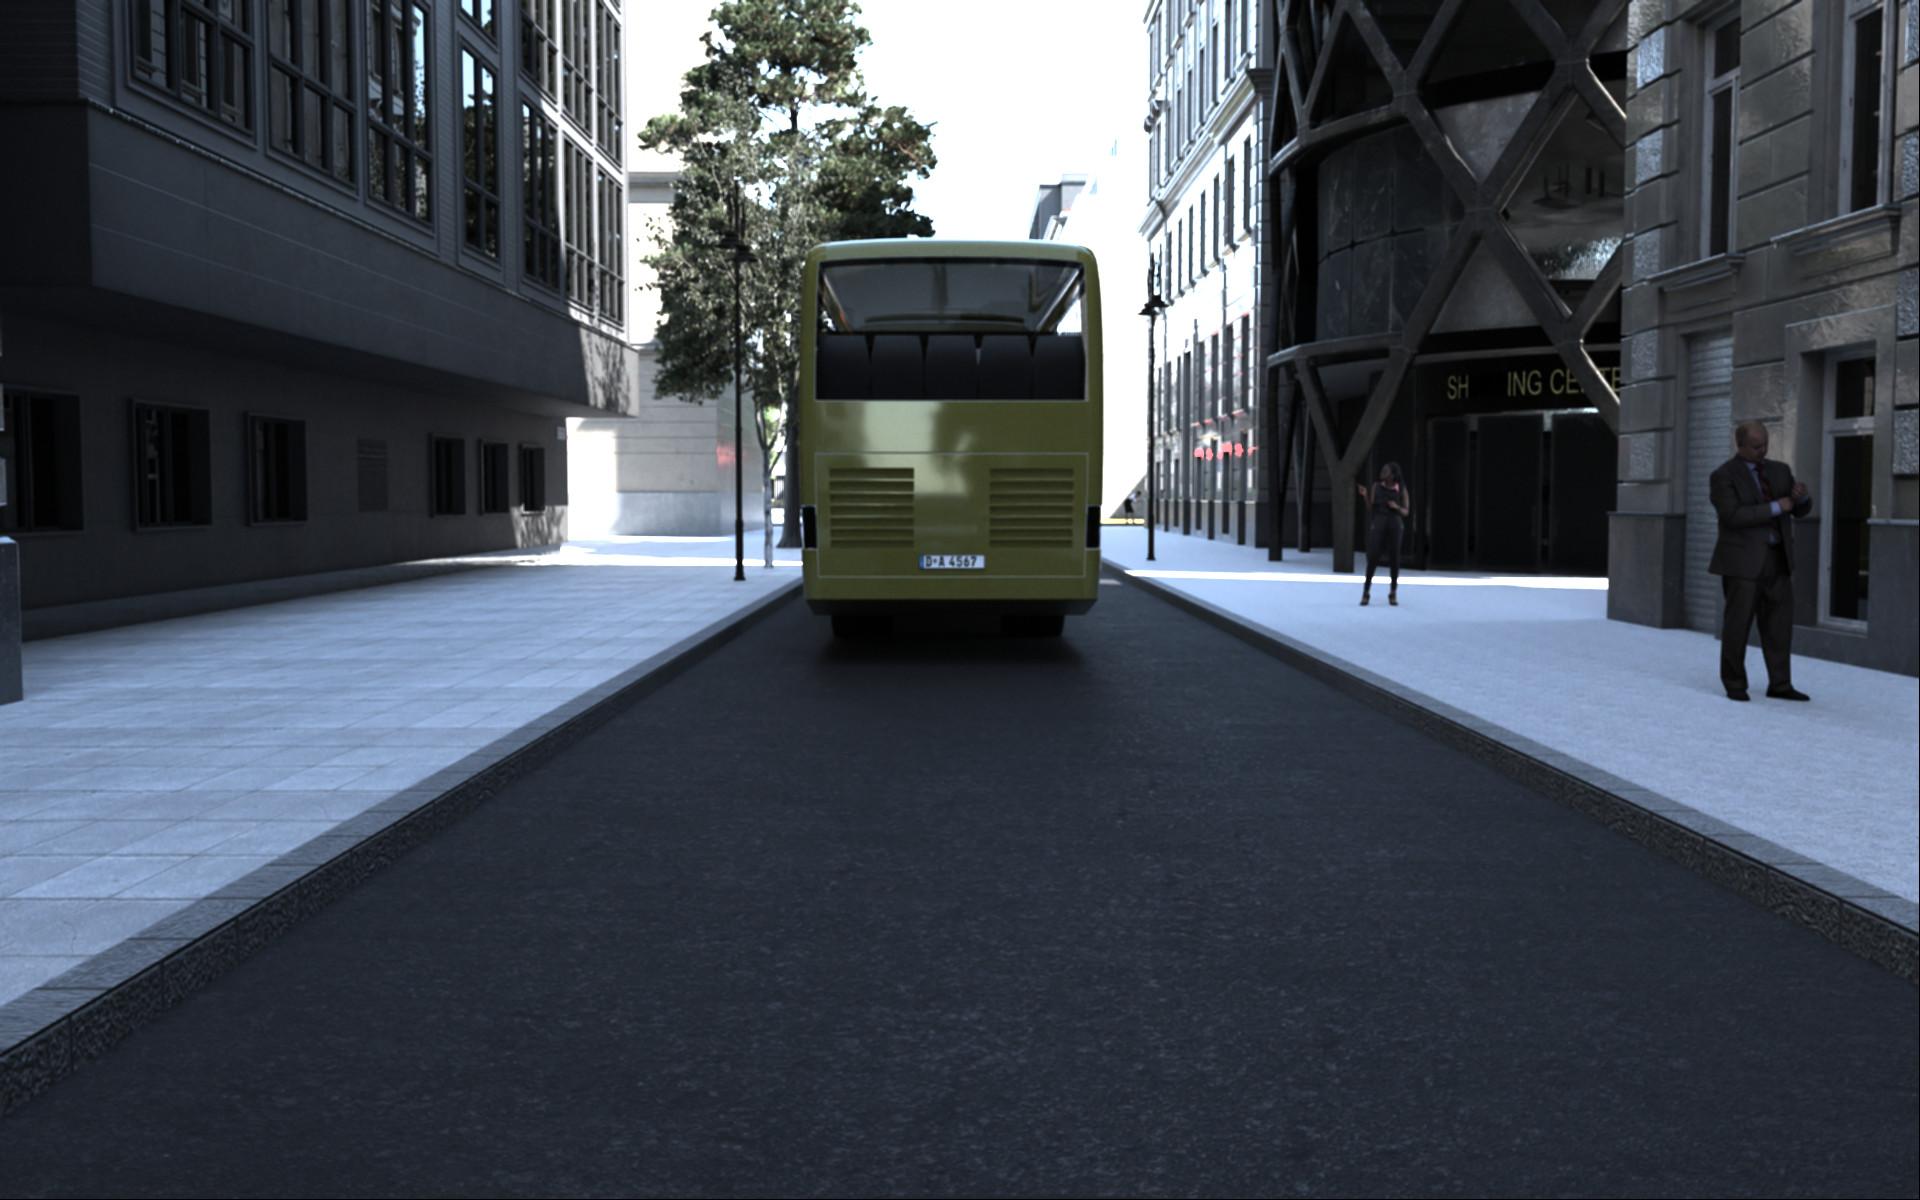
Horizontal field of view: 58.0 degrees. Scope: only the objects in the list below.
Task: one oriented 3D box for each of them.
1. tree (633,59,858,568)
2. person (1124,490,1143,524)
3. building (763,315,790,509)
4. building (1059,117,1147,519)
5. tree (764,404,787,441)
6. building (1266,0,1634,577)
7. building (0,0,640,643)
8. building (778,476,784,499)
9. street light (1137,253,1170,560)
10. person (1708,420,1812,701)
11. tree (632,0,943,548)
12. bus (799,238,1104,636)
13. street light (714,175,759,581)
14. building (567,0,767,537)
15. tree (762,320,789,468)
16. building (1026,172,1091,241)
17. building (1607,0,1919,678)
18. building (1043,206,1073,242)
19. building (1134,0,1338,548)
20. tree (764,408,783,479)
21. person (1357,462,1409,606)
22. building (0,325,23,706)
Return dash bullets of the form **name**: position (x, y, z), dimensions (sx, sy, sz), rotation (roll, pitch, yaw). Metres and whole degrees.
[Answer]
- **tree**: position (-3.363, -4.844, 29.558), dimensions (4.360, 8.622, 3.978), rotation (0, 3, 0)
- **person**: position (7.495, -4.015, 74.881), dimensions (0.799, 1.438, 0.628), rotation (0, 4, 0)
- **building**: position (-13.465, -18.340, 156.283), dimensions (16.016, 20.091, 11.380), rotation (0, 4, 0)
- **building**: position (11.168, -14.791, 96.581), dimensions (10.420, 20.320, 16.860), rotation (0, 4, 0)
- **tree**: position (-14.390, -11.828, 119.138), dimensions (9.928, 11.665, 9.643), rotation (0, 3, 0)
- **building**: position (14.019, -10.046, 31.709), dimensions (16.820, 18.784, 16.811), rotation (0, 4, 0)
- **building**: position (-13.441, -14.019, 22.723), dimensions (14.314, 27.812, 24.014), rotation (0, 4, 0)
- **building**: position (-14.524, -19.037, 177.709), dimensions (16.747, 18.905, 31.486), rotation (0, 4, 0)
- **street light**: position (3.709, -3.710, 33.447), dimensions (0.468, 5.910, 1.993), rotation (0, 4, 0)
- **person**: position (4.991, -0.246, 10.747), dimensions (0.565, 1.739, 0.600), rotation (-3, 4, -36)
- **tree**: position (-3.744, -8.179, 41.146), dimensions (7.806, 13.903, 7.818), rotation (0, 3, 0)
- **bus**: position (-0.172, -1.760, 20.328), dimensions (2.896, 3.916, 12.252), rotation (0, 4, -1)
- **street light**: position (-3.274, -3.228, 25.567), dimensions (0.468, 5.910, 1.993), rotation (0, 4, 0)
- **building**: position (-18.320, -16.527, 57.601), dimensions (23.554, 28.519, 14.401), rotation (0, 4, 0)
- **tree**: position (-11.049, -9.655, 79.918), dimensions (6.751, 12.117, 7.091), rotation (0, 3, 0)
- **building**: position (12.856, -21.096, 138.434), dimensions (14.314, 27.812, 24.014), rotation (0, 4, 0)
- **building**: position (12.332, -12.700, 4.907), dimensions (12.463, 27.353, 25.104), rotation (0, 4, 0)
- **building**: position (11.334, -17.119, 116.046), dimensions (11.583, 22.565, 21.152), rotation (0, 4, 0)
- **building**: position (12.597, -15.602, 52.362), dimensions (12.463, 27.353, 25.104), rotation (0, 4, 0)
- **tree**: position (-17.133, -13.293, 135.461), dimensions (7.486, 12.596, 7.792), rotation (0, 3, 0)
- **person**: position (4.867, -0.758, 19.914), dimensions (0.593, 1.643, 0.415), rotation (-1, 4, -22)
- **building**: position (-10.572, -10.515, 0.801), dimensions (11.050, 23.489, 19.941), rotation (0, 4, 0)
